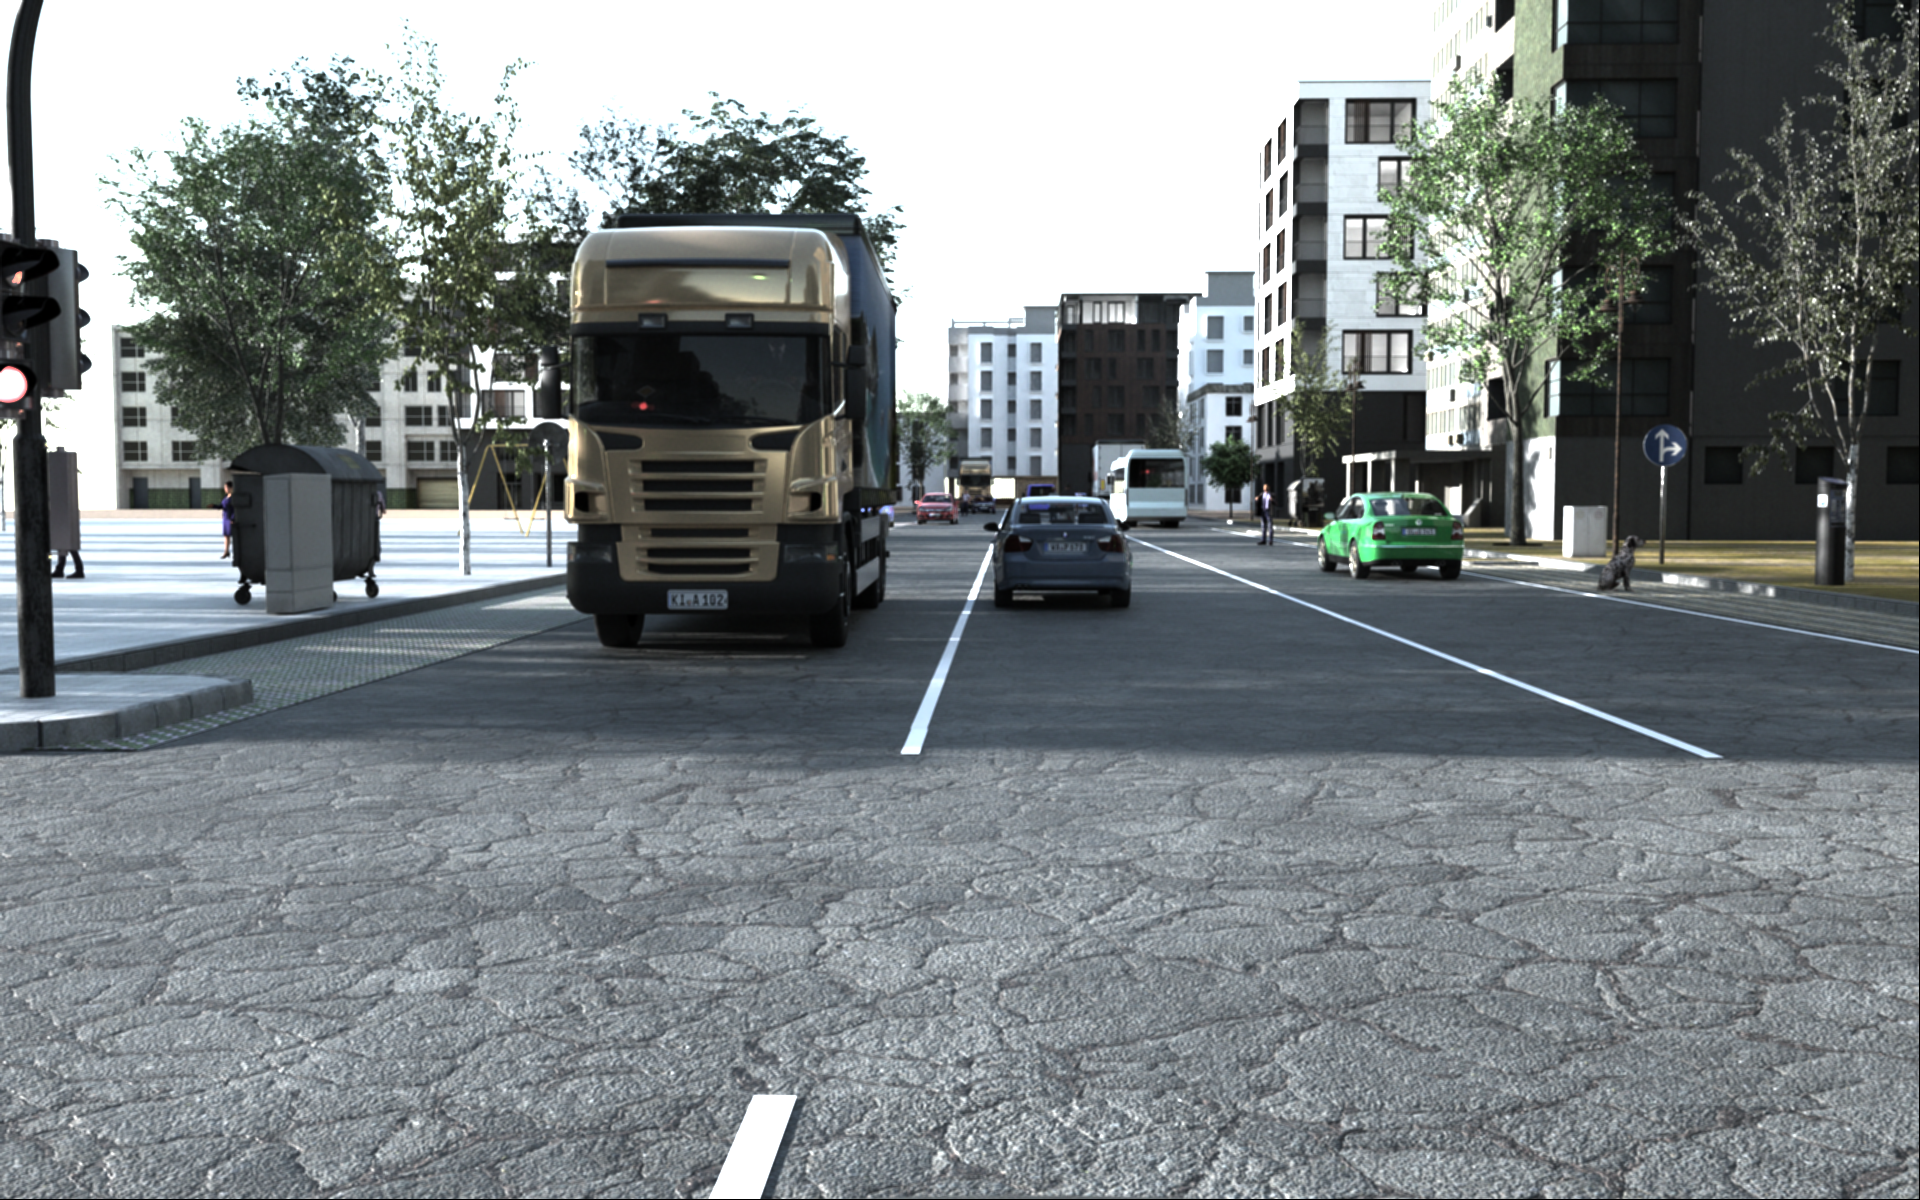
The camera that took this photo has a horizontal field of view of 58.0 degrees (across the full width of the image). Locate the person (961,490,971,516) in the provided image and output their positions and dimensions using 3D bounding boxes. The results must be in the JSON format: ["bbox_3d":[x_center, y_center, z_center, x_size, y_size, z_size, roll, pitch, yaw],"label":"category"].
[{"bbox_3d":[0.345,-6.218,111.098,0.436,1.711,0.756,-3,5,-44],"label":"person"}]

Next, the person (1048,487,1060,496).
[{"bbox_3d":[4.713,-4.840,87.724,1.350,1.814,0.705,2,4,35],"label":"person"}]

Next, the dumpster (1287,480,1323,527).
[{"bbox_3d":[13.620,-3.815,68.127,1.264,1.857,1.865,0,4,2],"label":"dumpster"}]

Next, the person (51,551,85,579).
[{"bbox_3d":[-13.671,-1.188,26.391,0.530,1.710,0.541,-2,4,-30],"label":"person"}]

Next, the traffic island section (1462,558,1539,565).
[{"bbox_3d":[10.633,-0.783,35.671,1.991,0.108,1.994,0,4,2],"label":"traffic island section"}]

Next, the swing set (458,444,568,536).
[{"bbox_3d":[-13.764,-3.466,54.294,3.119,2.851,2.862,2,4,29],"label":"swing set"}]

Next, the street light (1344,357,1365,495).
[{"bbox_3d":[13.329,-5.250,58.630,0.468,5.910,1.993,0,4,2],"label":"street light"}]

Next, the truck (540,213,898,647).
[{"bbox_3d":[-2.193,-1.880,19.644,2.839,4.237,11.283,0,4,1],"label":"truck"}]

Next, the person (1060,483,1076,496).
[{"bbox_3d":[3.553,-2.928,56.499,0.598,1.807,0.434,1,4,20],"label":"person"}]

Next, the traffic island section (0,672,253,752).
[{"bbox_3d":[-5.868,0.691,10.983,2.009,0.180,2.903,0,4,2],"label":"traffic island section"}]

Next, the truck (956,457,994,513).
[{"bbox_3d":[1.185,-8.896,134.366,2.839,4.237,11.283,0,4,0],"label":"truck"}]

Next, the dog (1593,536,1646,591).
[{"bbox_3d":[9.633,-0.536,25.607,0.513,0.831,0.800,-3,4,-38],"label":"dog"}]

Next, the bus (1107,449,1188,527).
[{"bbox_3d":[8.335,-5.078,77.884,2.948,3.499,13.247,0,4,2],"label":"bus"}]

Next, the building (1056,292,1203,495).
[{"bbox_3d":[26.872,-20.927,186.125,32.646,21.610,27.936,0,4,2],"label":"building"}]

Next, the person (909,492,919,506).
[{"bbox_3d":[-4.045,-8.845,153.912,1.065,1.426,0.557,3,5,40],"label":"person"}]

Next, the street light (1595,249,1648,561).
[{"bbox_3d":[12.493,-3.673,32.836,0.468,5.910,1.993,0,4,2],"label":"street light"}]

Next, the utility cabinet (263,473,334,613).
[{"bbox_3d":[-7.221,-0.626,18.907,0.318,1.500,1.173,0,3,0],"label":"utility cabinet"}]

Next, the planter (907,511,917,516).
[{"bbox_3d":[-2.403,-5.620,113.032,1.991,0.319,1.994,0,4,2],"label":"planter"}]

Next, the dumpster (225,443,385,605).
[{"bbox_3d":[-7.809,-0.915,20.717,1.264,1.857,1.865,0,4,2],"label":"dumpster"}]

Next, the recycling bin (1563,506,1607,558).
[{"bbox_3d":[12.736,-1.391,35.293,0.722,1.027,0.722,1,4,9],"label":"recycling bin"}]

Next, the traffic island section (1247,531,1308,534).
[{"bbox_3d":[11.466,-2.441,62.776,1.991,0.108,1.994,0,4,2],"label":"traffic island section"}]

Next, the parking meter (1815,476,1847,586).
[{"bbox_3d":[12.241,-0.974,24.338,0.372,1.533,0.369,0,3,0],"label":"parking meter"}]

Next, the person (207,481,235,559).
[{"bbox_3d":[-14.561,-1.586,34.352,0.453,1.535,0.546,1,4,12],"label":"person"}]

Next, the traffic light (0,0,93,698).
[{"bbox_3d":[-3.734,-2.211,10.818,4.771,5.953,1.251,0,4,2],"label":"traffic light"}]

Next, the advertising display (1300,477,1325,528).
[{"bbox_3d":[13.336,-3.686,65.475,0.974,1.923,0.123,-1,4,-15],"label":"advertising display"}]

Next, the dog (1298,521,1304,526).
[{"bbox_3d":[13.950,-3.423,70.352,0.800,0.831,0.513,1,4,21],"label":"dog"}]

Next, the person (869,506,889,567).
[{"bbox_3d":[-1.594,-1.302,33.701,0.340,1.345,0.435,1,4,11],"label":"person"}]

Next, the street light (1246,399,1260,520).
[{"bbox_3d":[14.182,-6.807,84.078,0.468,5.910,1.993,0,4,2],"label":"street light"}]

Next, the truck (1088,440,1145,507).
[{"bbox_3d":[8.576,-6.499,95.167,2.839,4.237,11.283,0,4,3],"label":"truck"}]

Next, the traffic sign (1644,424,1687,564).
[{"bbox_3d":[12.866,-1.931,31.681,0.768,2.556,0.104,0,4,5],"label":"traffic sign"}]

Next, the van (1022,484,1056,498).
[{"bbox_3d":[5.158,-6.537,111.268,2.240,2.365,5.245,0,4,0],"label":"van"}]

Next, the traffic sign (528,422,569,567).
[{"bbox_3d":[-7.244,-1.858,30.479,0.768,2.556,0.104,1,4,10],"label":"traffic sign"}]

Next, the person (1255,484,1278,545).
[{"bbox_3d":[8.590,-2.406,48.655,0.431,1.722,0.655,-3,5,-44],"label":"person"}]

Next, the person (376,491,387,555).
[{"bbox_3d":[-11.353,-1.552,33.382,0.435,1.587,0.963,2,4,31],"label":"person"}]

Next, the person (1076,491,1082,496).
[{"bbox_3d":[10.646,-8.903,155.009,0.756,1.711,0.436,1,4,18],"label":"person"}]

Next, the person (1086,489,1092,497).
[{"bbox_3d":[10.461,-8.002,139.350,0.705,1.821,1.348,2,4,35],"label":"person"}]
